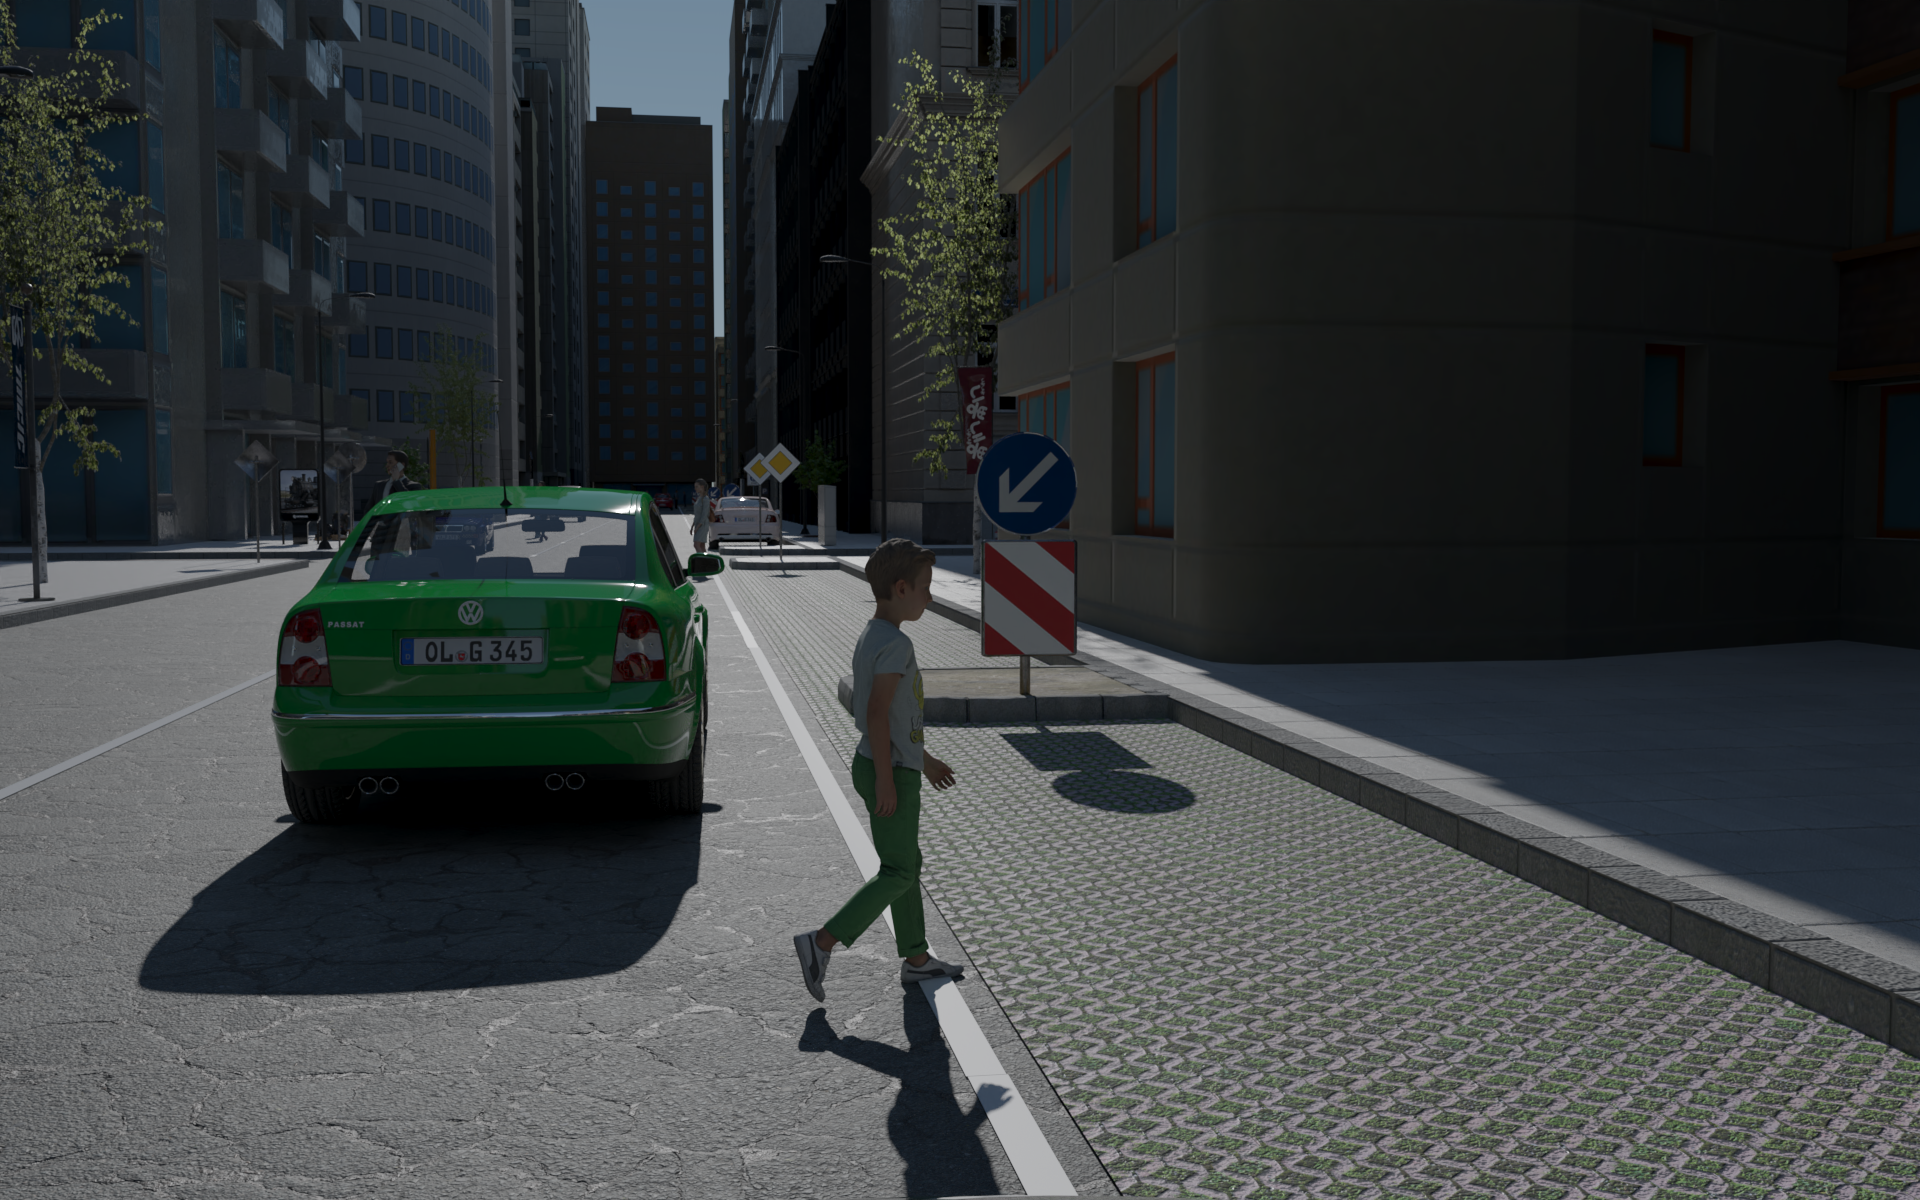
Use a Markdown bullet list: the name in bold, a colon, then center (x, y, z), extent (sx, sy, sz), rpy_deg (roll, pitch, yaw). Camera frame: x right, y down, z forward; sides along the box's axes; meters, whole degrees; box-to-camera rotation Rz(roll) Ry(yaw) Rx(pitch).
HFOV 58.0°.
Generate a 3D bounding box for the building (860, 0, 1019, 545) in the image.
- **building**: center (10.081, -15.469, 50.186), extent (25.104, 27.353, 12.463), rpy_deg (-1, 4, -9)

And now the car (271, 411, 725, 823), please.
- **car**: center (-2.211, -0.013, 9.003), extent (1.959, 1.807, 4.718), rpy_deg (0, 4, -8)

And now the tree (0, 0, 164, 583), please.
- **tree**: center (-13.266, -4.533, 24.474), extent (4.360, 8.622, 3.978), rpy_deg (0, 3, 0)

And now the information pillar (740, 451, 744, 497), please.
- **information pillar**: center (-11.933, -6.332, 94.875), extent (0.183, 3.616, 0.504), rpy_deg (1, 4, 10)

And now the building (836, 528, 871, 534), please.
- **building**: center (1.208, -14.316, 63.751), extent (12.332, 23.373, 15.834), rpy_deg (-1, 4, -9)

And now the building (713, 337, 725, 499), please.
- **building**: center (-15.893, -22.680, 215.849), extent (28.899, 21.520, 27.650), rpy_deg (-1, 4, -9)

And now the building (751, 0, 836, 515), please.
- **building**: center (-5.932, -19.848, 102.007), extent (11.434, 29.767, 29.804), rpy_deg (-1, 4, -9)

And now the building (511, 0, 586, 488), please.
- **building**: center (-49.248, -45.068, 175.107), extent (20.611, 71.187, 20.563), rpy_deg (-1, 4, -9)

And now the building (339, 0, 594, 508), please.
- **building**: center (-58.046, -40.566, 205.259), extent (28.212, 58.520, 21.231), rpy_deg (-1, 4, -9)

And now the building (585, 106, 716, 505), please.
- **building**: center (-36.338, -33.901, 204.387), extent (14.200, 45.320, 14.600), rpy_deg (-1, 4, -9)

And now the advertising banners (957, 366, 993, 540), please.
- **advertising banners**: center (0.919, -1.670, 23.489), extent (2.074, 3.025, 0.090), rpy_deg (2, 4, 23)

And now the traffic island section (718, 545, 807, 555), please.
- **traffic island section**: center (-4.787, -1.189, 41.728), extent (2.009, 0.180, 2.903), rpy_deg (-1, 4, -9)

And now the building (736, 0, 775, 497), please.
- **building**: center (-5.287, -31.489, 134.457), extent (23.786, 49.044, 30.456), rpy_deg (-1, 4, -9)

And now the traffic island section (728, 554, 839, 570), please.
- **traffic island section**: center (-3.477, -0.708, 33.851), extent (2.009, 0.180, 2.903), rpy_deg (-1, 4, -9)

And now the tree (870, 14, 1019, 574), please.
- **tree**: center (0.414, -4.731, 27.711), extent (4.360, 8.622, 3.978), rpy_deg (0, 3, 0)

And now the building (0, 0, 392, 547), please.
- **building**: center (-31.166, -26.444, 51.976), extent (23.786, 49.044, 30.456), rpy_deg (-1, 4, -9)

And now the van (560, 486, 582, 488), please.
- **van**: center (-20.288, -5.053, 89.628), extent (2.013, 2.044, 4.112), rpy_deg (-1, 4, -8)

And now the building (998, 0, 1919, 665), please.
- **building**: center (16.476, -10.037, 9.141), extent (27.650, 21.520, 28.899), rpy_deg (-1, 4, -9)

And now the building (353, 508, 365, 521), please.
- **building**: center (-35.590, -33.569, 90.860), extent (21.231, 58.520, 28.212), rpy_deg (-1, 4, -9)

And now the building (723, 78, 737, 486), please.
- **building**: center (-15.547, -29.750, 170.012), extent (14.154, 41.232, 14.086), rpy_deg (-1, 4, -9)

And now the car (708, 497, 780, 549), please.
- **car**: center (-5.764, -2.065, 46.123), extent (2.083, 1.381, 4.827), rpy_deg (0, 4, -8)

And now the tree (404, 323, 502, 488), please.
- **tree**: center (-21.440, -7.558, 73.929), extent (4.737, 8.622, 4.395), rpy_deg (0, 3, 0)

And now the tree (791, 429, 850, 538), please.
- **tree**: center (-4.330, -3.482, 51.529), extent (1.663, 3.219, 1.824), rpy_deg (0, 3, 0)

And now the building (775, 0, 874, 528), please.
- **building**: center (-1.818, -15.298, 79.795), extent (12.332, 23.373, 15.834), rpy_deg (-1, 4, -9)

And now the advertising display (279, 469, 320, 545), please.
- **advertising display**: center (-16.797, -2.377, 44.071), extent (0.974, 1.923, 0.123), rpy_deg (0, 4, -7)

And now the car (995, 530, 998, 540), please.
- **car**: center (3.017, -1.894, 39.999), extent (4.494, 1.783, 2.155), rpy_deg (-1, 4, -9)

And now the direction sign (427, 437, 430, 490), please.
- **direction sign**: center (-21.288, -4.732, 69.372), extent (0.379, 3.537, 0.876), rpy_deg (-1, 4, -16)

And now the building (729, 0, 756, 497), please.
- **building**: center (-13.420, -30.930, 155.815), extent (14.600, 45.320, 14.200), rpy_deg (-1, 4, -9)

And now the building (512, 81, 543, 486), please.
- **building**: center (-36.752, -21.284, 119.690), extent (14.160, 30.474, 14.107), rpy_deg (-1, 4, -9)

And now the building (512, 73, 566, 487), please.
- **building**: center (-48.140, -27.211, 136.781), extent (32.217, 40.220, 23.993), rpy_deg (-1, 4, -9)

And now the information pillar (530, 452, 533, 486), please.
- **information pillar**: center (-23.690, -6.387, 95.775), extent (0.183, 3.616, 0.504), rpy_deg (-2, 4, -24)

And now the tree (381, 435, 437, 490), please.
- **tree**: center (-18.038, -3.814, 56.958), extent (1.663, 3.219, 1.824), rpy_deg (0, 3, 0)

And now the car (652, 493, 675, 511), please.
- **car**: center (-26.114, -8.759, 152.255), extent (2.155, 1.783, 4.494), rpy_deg (-1, 4, -8)

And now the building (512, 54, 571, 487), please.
- **building**: center (-43.122, -28.945, 156.845), extent (14.154, 41.232, 14.086), rpy_deg (-1, 4, -9)
